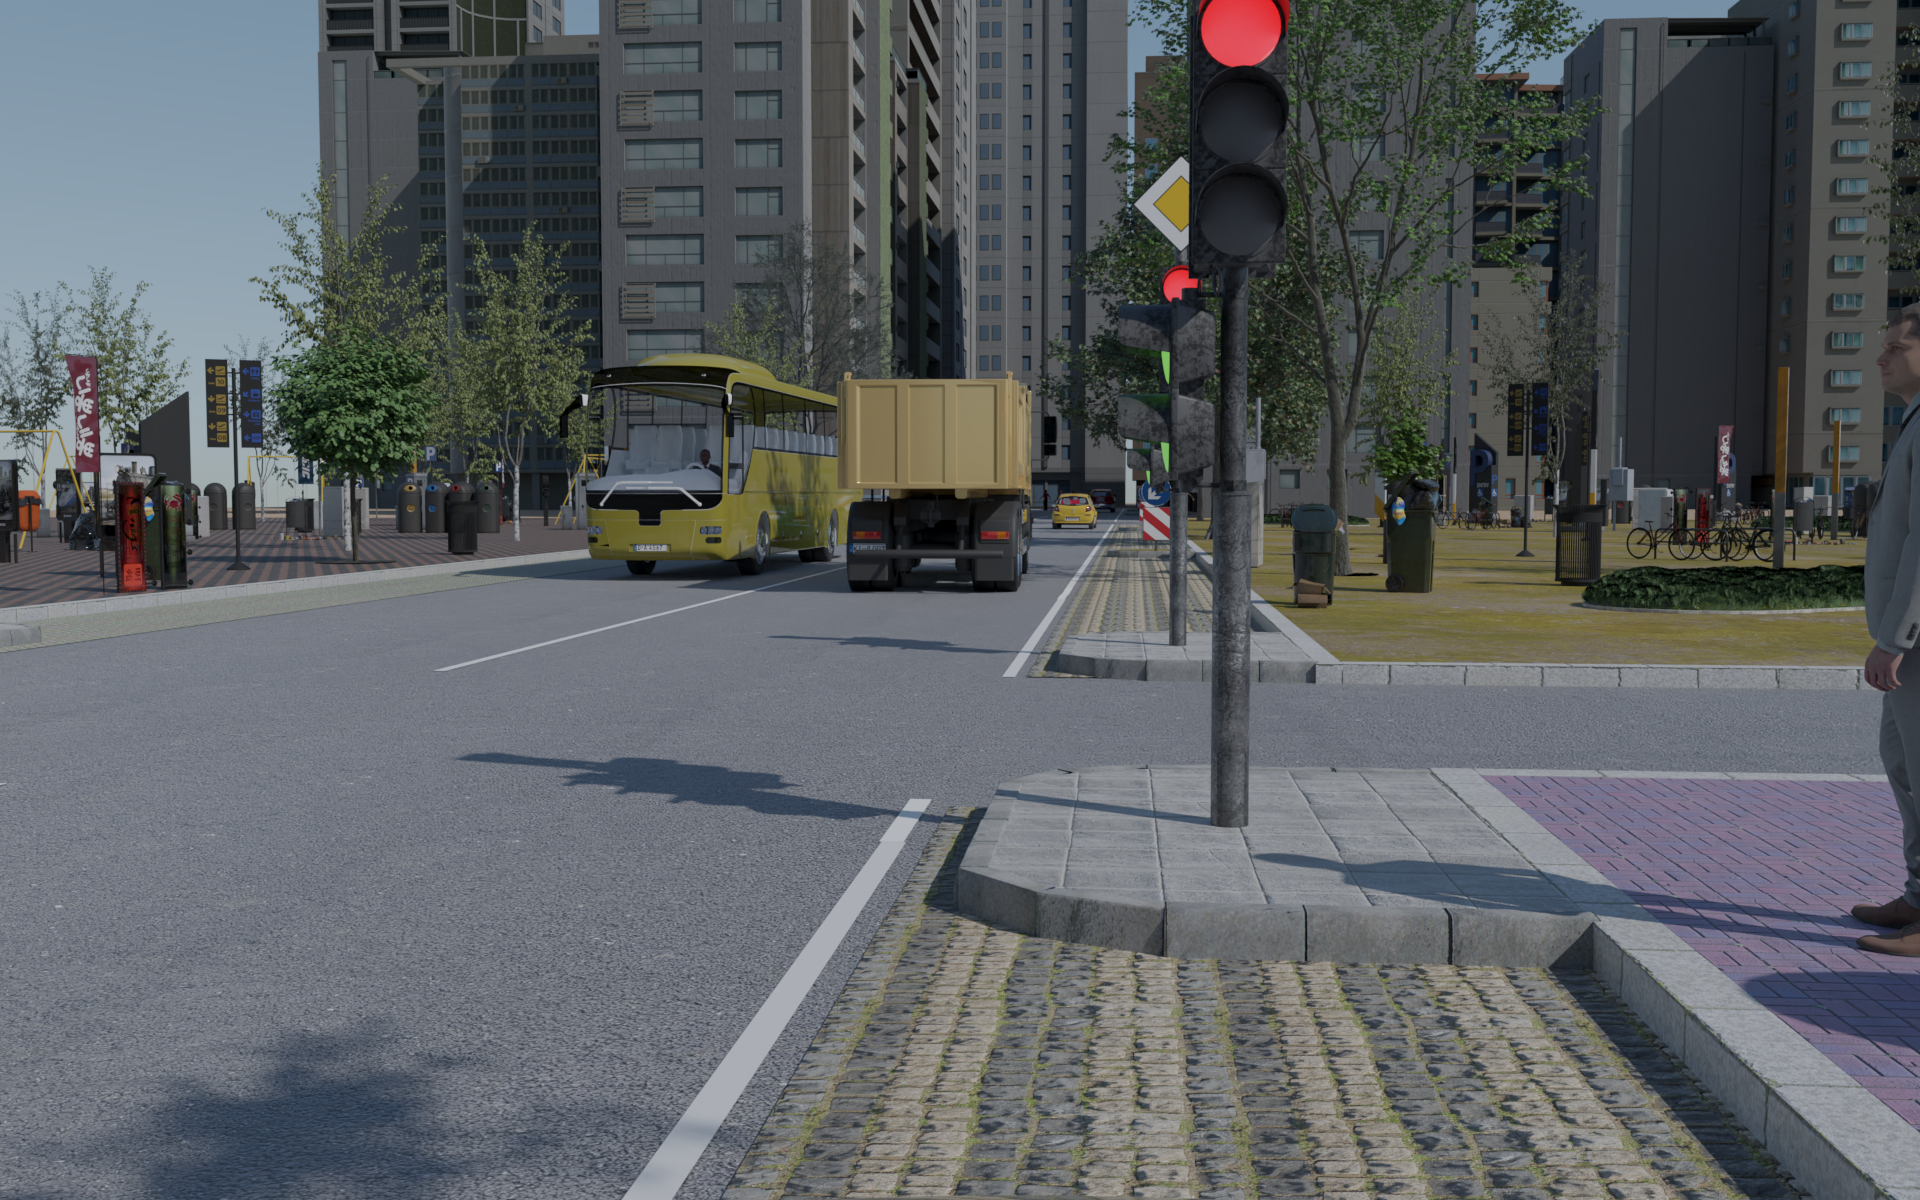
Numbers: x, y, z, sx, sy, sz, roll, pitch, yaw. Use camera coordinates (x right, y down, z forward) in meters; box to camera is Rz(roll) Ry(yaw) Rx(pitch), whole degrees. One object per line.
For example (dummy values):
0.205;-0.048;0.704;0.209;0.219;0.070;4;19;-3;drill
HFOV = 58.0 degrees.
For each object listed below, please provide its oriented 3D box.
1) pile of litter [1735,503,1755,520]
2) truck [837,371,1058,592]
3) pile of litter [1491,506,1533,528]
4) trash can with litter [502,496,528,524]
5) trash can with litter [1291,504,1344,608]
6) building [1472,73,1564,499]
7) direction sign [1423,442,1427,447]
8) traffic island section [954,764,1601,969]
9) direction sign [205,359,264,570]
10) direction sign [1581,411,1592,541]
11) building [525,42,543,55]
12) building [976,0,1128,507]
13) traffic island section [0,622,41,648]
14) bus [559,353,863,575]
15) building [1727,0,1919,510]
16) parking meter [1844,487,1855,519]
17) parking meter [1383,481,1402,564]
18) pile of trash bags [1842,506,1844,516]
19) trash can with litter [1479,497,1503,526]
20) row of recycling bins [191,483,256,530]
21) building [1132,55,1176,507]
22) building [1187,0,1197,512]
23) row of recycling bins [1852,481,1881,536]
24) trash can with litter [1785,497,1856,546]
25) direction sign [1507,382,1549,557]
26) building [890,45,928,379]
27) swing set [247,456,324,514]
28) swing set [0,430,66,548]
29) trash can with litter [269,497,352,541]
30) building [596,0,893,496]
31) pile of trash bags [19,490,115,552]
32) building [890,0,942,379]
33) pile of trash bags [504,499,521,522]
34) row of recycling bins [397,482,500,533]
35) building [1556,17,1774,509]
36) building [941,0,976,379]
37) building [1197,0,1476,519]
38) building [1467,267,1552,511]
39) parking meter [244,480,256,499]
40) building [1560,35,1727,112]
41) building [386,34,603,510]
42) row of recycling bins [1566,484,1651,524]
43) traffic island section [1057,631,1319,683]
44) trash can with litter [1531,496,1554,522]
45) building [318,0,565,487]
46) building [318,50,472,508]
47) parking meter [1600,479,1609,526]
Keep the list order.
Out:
38.635;-4.399;85.894;1.719;0.858;1.176;2;4;28;pile of litter
-0.140;-2.027;29.064;3.469;3.379;9.791;0;4;4;truck
20.976;-3.173;65.841;1.719;0.858;1.176;0;4;5;pile of litter
-19.976;-3.958;75.772;1.678;1.210;2.233;-3;5;-42;trash can with litter
4.107;-0.516;19.825;0.624;1.170;1.055;1;4;9;trash can with litter
47.519;-32.241;181.763;28.867;44.769;22.147;0;4;6;building
18.991;-4.869;71.608;0.876;3.537;0.379;-2;4;-35;direction sign
1.067;0.952;6.723;2.009;0.180;2.903;0;4;6;traffic island section
-12.223;-2.278;29.238;0.876;3.537;0.379;-2;4;-24;direction sign
17.178;-3.384;47.331;0.379;3.537;0.876;0;4;-6;direction sign
-35.214;-34.599;189.391;21.600;48.544;21.300;0;4;6;building
3.694;-39.276;184.154;28.212;58.520;21.231;0;4;6;building
-9.916;0.393;15.853;2.009;0.180;2.903;0;4;6;traffic island section
-4.274;-2.594;33.965;2.896;3.916;12.252;0;4;8;bus
78.840;-31.965;146.334;21.600;48.544;21.300;0;4;6;building
31.396;-3.223;61.104;0.372;1.533;0.369;0;3;0;parking meter
7.955;-1.428;31.762;0.372;1.533;0.369;0;3;0;parking meter
41.526;-4.287;79.837;1.912;1.369;3.447;3;4;36;pile of trash bags
21.707;-3.625;70.655;1.055;1.170;0.624;1;4;17;trash can with litter
-27.112;-3.362;62.086;3.534;1.692;1.069;-1;4;-12;row of recycling bins
25.174;-32.420;180.182;14.200;45.320;14.600;0;4;6;building
23.538;-29.105;125.971;14.600;45.320;14.200;0;4;6;building
27.841;-2.729;51.733;1.069;1.692;3.534;0;4;-1;row of recycling bins
21.861;-2.015;44.009;2.233;1.210;1.678;0;4;-5;trash can with litter
11.603;-2.658;35.448;0.379;3.537;0.876;-3;5;-44;direction sign
-9.855;-20.871;112.943;14.160;30.474;14.107;0;4;6;building
-27.590;-4.505;71.282;3.119;2.851;2.862;-1;4;-18;swing set
-23.340;-2.748;42.553;3.119;2.851;2.862;1;4;9;swing set
-18.262;-2.303;48.710;2.233;1.210;1.678;-1;4;-22;trash can with litter
-11.748;-25.386;98.664;14.154;41.232;14.086;0;4;6;building
-19.705;-1.816;39.446;3.447;1.369;1.912;-3;5;-45;pile of trash bags
-13.135;-31.005;130.630;21.300;48.544;21.600;0;4;6;building
-21.763;-4.234;78.975;3.447;1.369;1.912;-1;4;-11;pile of trash bags
-16.889;-3.064;57.207;3.534;1.692;1.069;1;4;9;row of recycling bins
61.503;-28.678;152.475;14.086;41.232;14.154;0;4;6;building
-9.563;-43.816;154.638;20.611;71.187;20.563;0;4;6;building
20.476;-25.281;96.941;14.154;41.232;14.086;0;4;6;building
32.709;-18.522;147.875;27.650;21.520;28.899;0;4;6;building
-29.678;-4.080;72.423;0.255;1.863;0.399;2;4;24;parking meter
77.046;-34.203;178.821;30.456;49.044;23.786;0;4;6;building
-32.302;-28.176;152.564;23.993;40.220;32.217;0;4;6;building
28.077;-4.143;74.855;3.534;1.692;1.069;1;4;15;row of recycling bins
1.865;0.466;14.669;2.009;0.180;2.903;0;4;6;traffic island section
26.874;-4.193;79.620;1.678;1.210;2.233;-2;4;-24;trash can with litter
-56.321;-45.962;189.731;20.611;71.187;20.563;0;4;6;building
-50.356;-29.339;163.287;14.086;41.232;14.154;0;4;6;building
25.596;-3.857;68.781;0.255;1.863;0.399;2;4;33;parking meter
